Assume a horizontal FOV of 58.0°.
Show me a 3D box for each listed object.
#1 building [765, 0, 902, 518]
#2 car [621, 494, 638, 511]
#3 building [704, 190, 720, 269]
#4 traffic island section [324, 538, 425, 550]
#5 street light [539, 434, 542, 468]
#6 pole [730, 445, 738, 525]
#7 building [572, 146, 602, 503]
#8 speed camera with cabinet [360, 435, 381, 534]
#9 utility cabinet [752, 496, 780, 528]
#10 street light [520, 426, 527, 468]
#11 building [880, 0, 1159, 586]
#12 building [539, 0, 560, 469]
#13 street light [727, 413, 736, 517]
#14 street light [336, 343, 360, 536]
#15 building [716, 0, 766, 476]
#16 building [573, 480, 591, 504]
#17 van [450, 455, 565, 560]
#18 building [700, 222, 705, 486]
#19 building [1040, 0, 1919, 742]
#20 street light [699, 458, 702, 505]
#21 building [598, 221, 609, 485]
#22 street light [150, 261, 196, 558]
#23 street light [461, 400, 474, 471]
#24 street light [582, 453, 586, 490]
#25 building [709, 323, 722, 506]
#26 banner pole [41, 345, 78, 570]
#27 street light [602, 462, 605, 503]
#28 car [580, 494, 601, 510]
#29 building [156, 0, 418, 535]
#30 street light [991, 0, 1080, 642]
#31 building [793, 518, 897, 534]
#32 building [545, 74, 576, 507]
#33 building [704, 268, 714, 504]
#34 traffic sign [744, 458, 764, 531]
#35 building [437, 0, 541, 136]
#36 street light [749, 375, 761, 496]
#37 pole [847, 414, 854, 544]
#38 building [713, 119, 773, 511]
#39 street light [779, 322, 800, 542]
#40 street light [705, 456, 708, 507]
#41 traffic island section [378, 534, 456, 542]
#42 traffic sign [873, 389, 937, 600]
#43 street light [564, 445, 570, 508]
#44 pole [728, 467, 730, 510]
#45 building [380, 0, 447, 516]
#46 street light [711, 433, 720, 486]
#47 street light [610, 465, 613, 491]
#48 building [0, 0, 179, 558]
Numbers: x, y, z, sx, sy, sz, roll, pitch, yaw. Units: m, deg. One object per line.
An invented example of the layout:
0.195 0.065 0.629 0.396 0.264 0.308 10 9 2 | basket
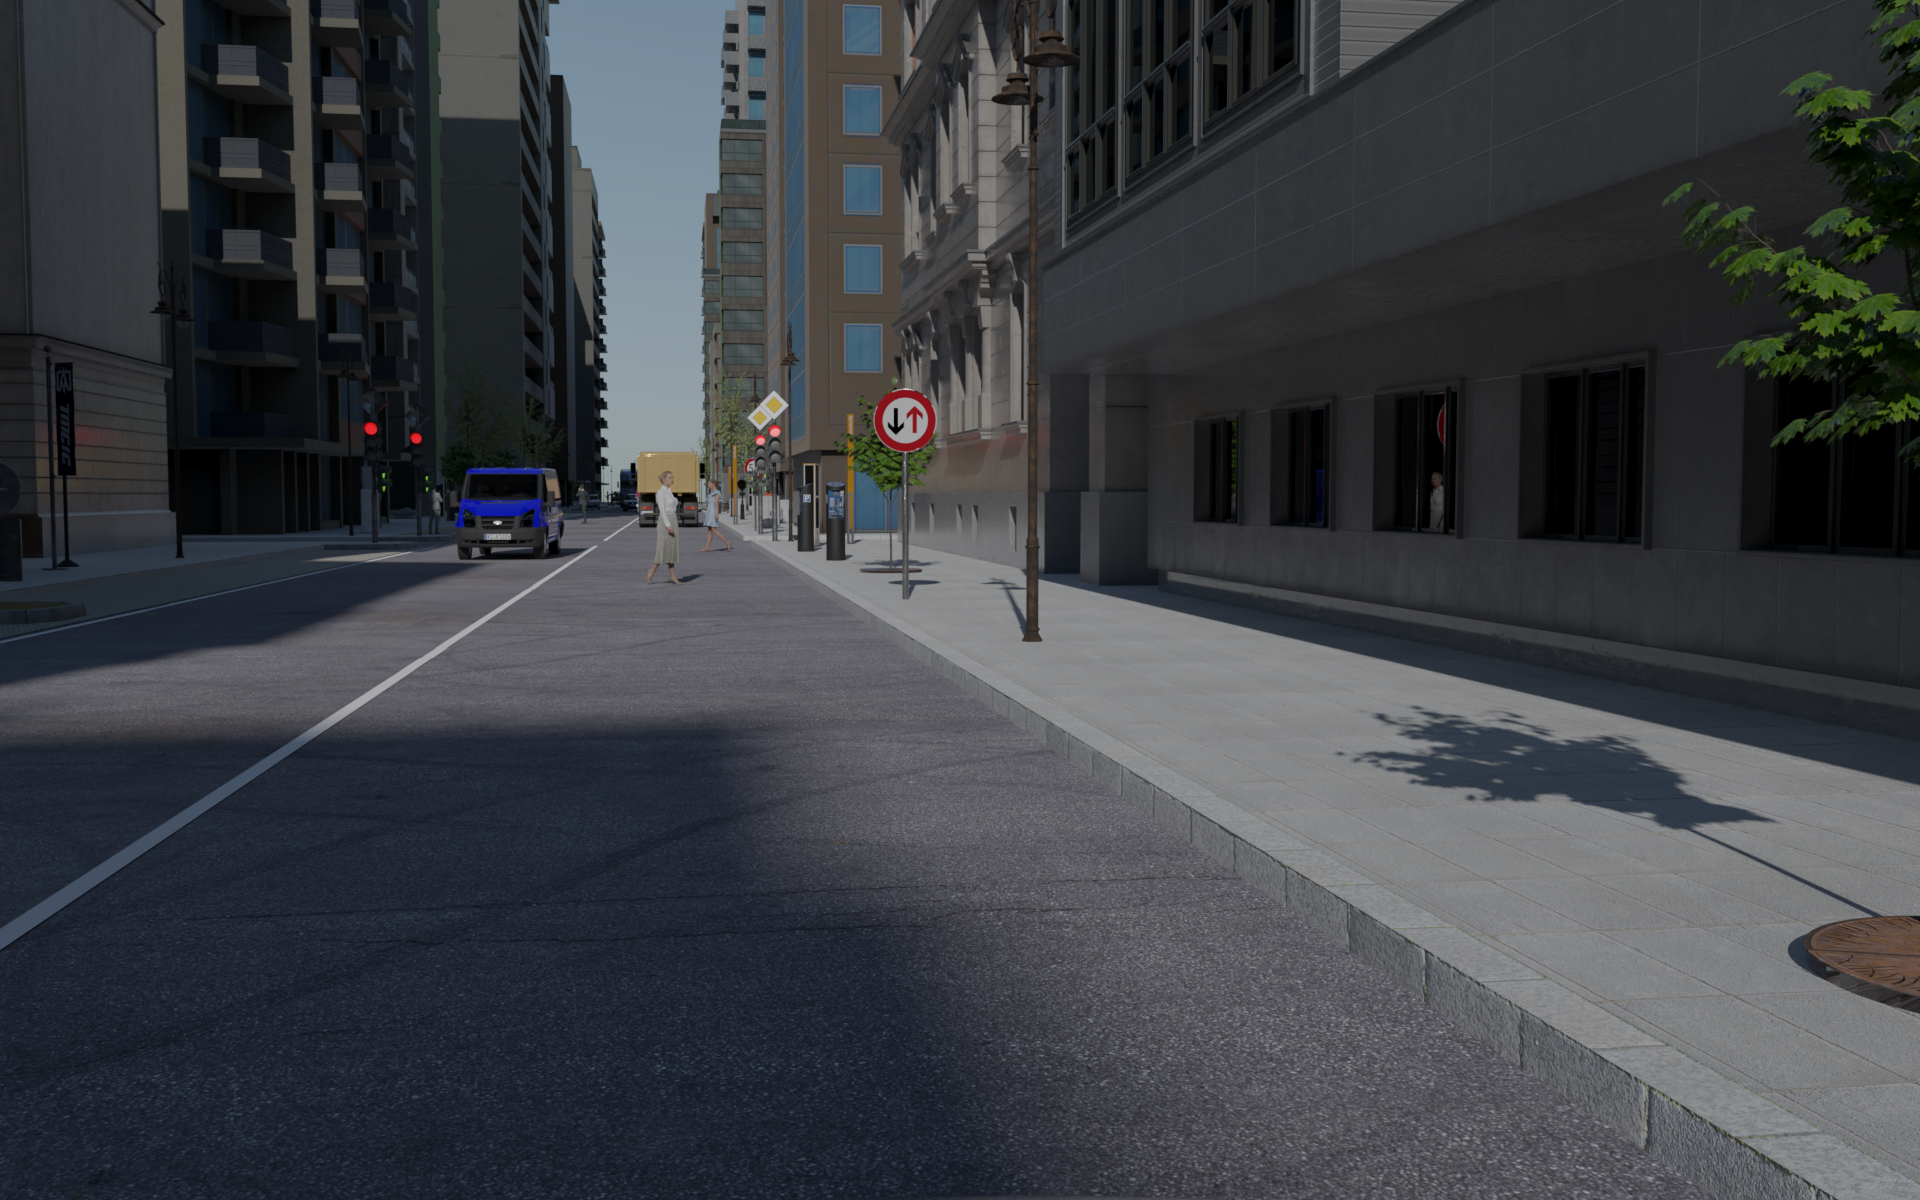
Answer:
-5.383 -28.353 113.686 14.600 45.320 14.200 -1 4 -9 | building
-27.209 -8.243 144.567 2.009 1.686 4.222 0 4 -8 | car
-29.838 -36.780 251.470 14.600 45.320 14.200 -1 4 -9 | building
-15.368 -1.417 45.451 2.009 0.180 2.903 -1 4 -9 | traffic island section
-31.139 -9.533 128.653 0.468 5.910 1.993 -1 4 -9 | street light
-9.431 -4.824 72.712 0.158 3.312 0.155 0 3 0 | pole
-61.776 -37.853 242.595 21.300 48.544 21.600 -1 4 -9 | building
-19.391 -3.834 57.027 0.660 3.252 2.038 -1 4 -16 | speed camera with cabinet
-7.248 -3.275 64.709 1.020 1.237 0.306 0 4 0 | utility cabinet
-28.945 -8.707 115.142 0.468 5.910 1.993 -1 4 -9 | street light
6.271 -15.163 35.301 14.401 28.519 23.554 -1 4 -9 | building
-51.907 -34.853 159.078 28.713 52.752 27.495 -1 4 -9 | building
-12.813 -7.600 97.050 0.468 5.910 1.993 -1 4 -9 | street light
-18.721 -4.912 53.106 0.468 5.910 1.993 -1 4 -9 | street light
-10.596 -33.064 160.202 23.786 49.044 30.456 -1 4 -9 | building
-63.664 -32.244 219.075 32.217 40.220 23.993 -1 4 -9 | building
-10.243 -2.150 39.543 2.240 2.365 5.245 0 4 -8 | van
-29.588 -37.866 273.740 22.147 44.769 28.867 -1 4 -9 | building
10.308 -11.585 8.474 14.314 24.678 30.058 -1 4 -9 | building
-30.505 -14.161 204.324 0.468 5.910 1.993 -1 4 -9 | street light
-65.982 -37.488 267.545 22.147 44.769 28.867 -1 4 -9 | building
-15.663 -3.780 34.590 0.468 5.910 1.993 -1 4 -9 | street light
-23.895 -6.809 84.114 0.468 5.910 1.993 -1 4 -9 | street light
-41.375 -13.332 190.765 0.468 5.910 1.993 -1 4 -9 | street light
-13.448 -21.197 191.610 27.650 21.520 28.899 -1 4 -9 | building
-15.102 -2.388 29.066 0.863 3.779 0.401 2 4 27 | banner pole
-49.847 -16.477 242.192 0.468 5.910 1.993 -1 4 -9 | street light
-33.561 -8.889 157.340 2.014 1.417 4.499 -1 4 -11 | car
-33.073 -25.073 64.575 22.147 44.769 28.867 -1 4 -9 | building
0.630 -2.577 14.916 0.468 5.910 1.993 -1 4 -9 | street light
1.085 -25.200 62.136 14.200 45.320 14.600 -1 4 -9 | building
-47.830 -32.474 181.060 14.600 45.320 14.200 -1 4 -9 | building
-25.866 -27.612 223.165 14.160 30.474 14.107 -1 4 -9 | building
-7.149 -3.694 60.506 0.768 2.556 0.104 0 4 -2 | traffic sign
-44.422 -31.309 135.599 21.300 48.544 21.600 -1 4 -9 | building
-7.789 -5.699 65.972 0.468 5.910 1.993 -1 4 -9 | street light
-2.806 -3.084 44.268 0.158 3.312 0.155 0 3 0 | pole
-12.013 -22.377 137.558 14.160 30.474 14.107 -1 4 -9 | building
-4.586 -4.523 46.732 0.468 5.910 1.993 -1 4 -9 | street light
-25.315 -12.265 173.319 0.468 5.910 1.993 -1 4 -9 | street light
-16.665 -1.899 53.330 2.009 0.180 2.903 -1 4 -9 | traffic island section
-0.662 -1.280 21.026 0.768 2.556 0.104 0 4 -1 | traffic sign
-36.188 -11.436 159.760 0.468 5.910 1.993 -1 4 -9 | street light
-17.143 -8.263 128.938 0.158 3.312 0.155 0 3 0 | pole
-36.895 -25.234 96.170 14.154 41.232 14.086 -1 4 -9 | building
-18.008 -9.529 128.594 0.468 5.910 1.993 -1 4 -9 | street light
-54.977 -18.378 273.269 0.468 5.910 1.993 -1 4 -9 | street light
-28.071 -10.559 37.272 19.286 19.102 10.561 -1 4 -9 | building
